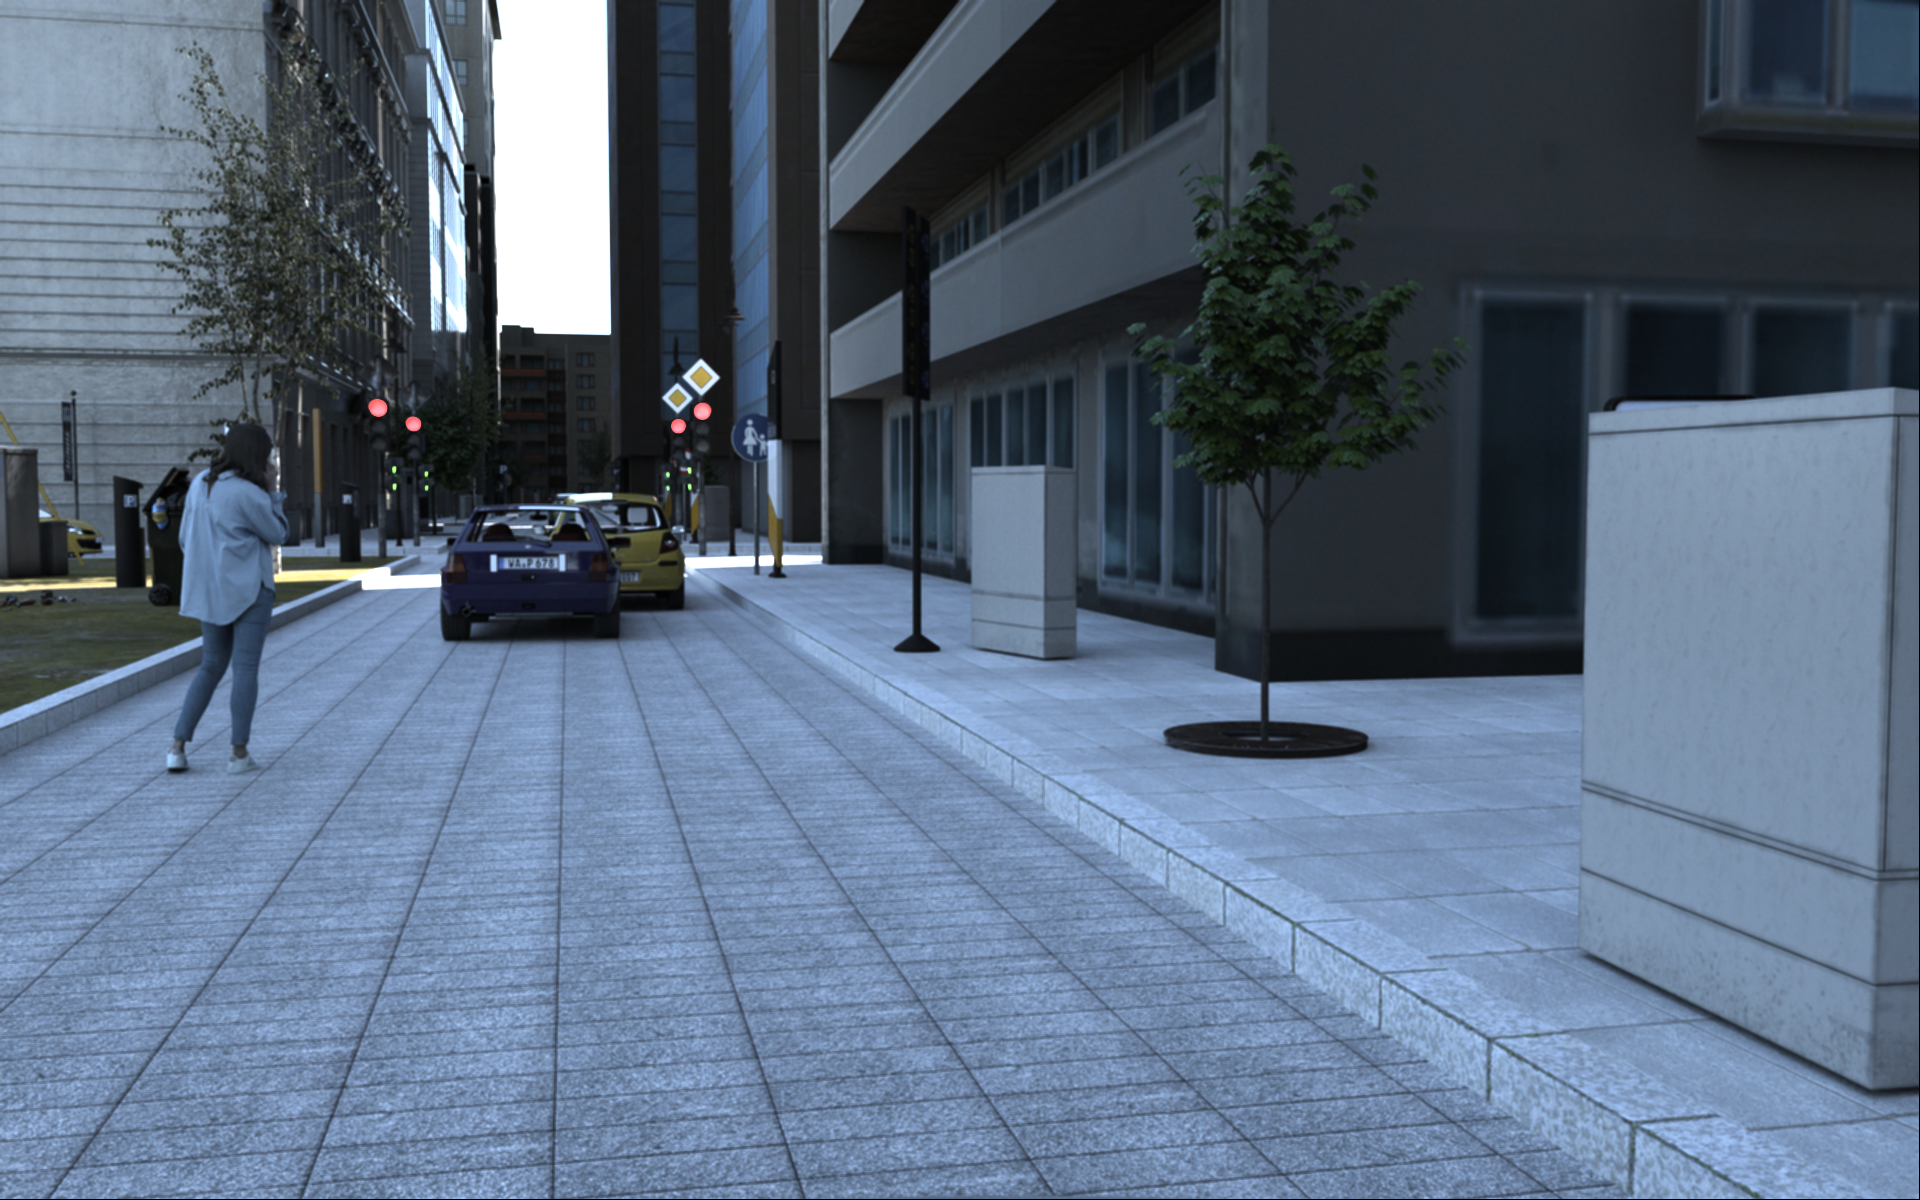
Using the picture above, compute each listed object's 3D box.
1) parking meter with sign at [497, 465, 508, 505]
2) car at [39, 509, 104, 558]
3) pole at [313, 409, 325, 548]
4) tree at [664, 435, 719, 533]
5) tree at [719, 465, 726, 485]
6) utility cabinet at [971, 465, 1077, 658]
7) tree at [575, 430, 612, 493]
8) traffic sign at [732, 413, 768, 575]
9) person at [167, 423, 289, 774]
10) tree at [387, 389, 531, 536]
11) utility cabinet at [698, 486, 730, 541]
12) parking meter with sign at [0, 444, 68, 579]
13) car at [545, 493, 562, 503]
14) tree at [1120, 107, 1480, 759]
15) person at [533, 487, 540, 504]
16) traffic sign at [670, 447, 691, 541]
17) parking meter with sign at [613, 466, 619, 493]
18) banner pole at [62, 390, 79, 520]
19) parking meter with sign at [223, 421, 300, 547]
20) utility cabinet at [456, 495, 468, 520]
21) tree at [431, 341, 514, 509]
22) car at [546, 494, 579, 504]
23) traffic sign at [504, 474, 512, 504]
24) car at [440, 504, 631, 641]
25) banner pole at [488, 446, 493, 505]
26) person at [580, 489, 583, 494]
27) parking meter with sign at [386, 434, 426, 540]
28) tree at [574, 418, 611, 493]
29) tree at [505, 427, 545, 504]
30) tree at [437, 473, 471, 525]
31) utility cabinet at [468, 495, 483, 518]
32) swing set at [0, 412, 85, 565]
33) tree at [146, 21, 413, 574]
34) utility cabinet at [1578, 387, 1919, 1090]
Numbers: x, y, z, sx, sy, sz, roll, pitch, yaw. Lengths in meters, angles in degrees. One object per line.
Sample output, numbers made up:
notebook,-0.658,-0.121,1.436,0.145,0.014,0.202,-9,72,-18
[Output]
parking meter with sign,-27.605,-6.614,104.396,0.543,3.016,1.738,-1,4,-22
car,-20.295,-1.610,36.549,3.980,1.641,2.015,-1,4,-11
pole,-15.325,-2.908,41.382,0.158,3.312,0.155,0,3,0
tree,-8.974,-3.825,57.137,1.663,3.219,1.824,0,3,0
tree,-8.876,-3.975,59.592,1.663,3.219,1.824,0,3,0
utility cabinet,0.507,-0.316,13.838,0.318,1.500,1.173,-2,4,-28
tree,-40.345,-14.837,192.954,4.360,8.622,3.978,0,3,0
traffic sign,-3.223,-1.671,27.425,0.768,2.556,0.104,0,4,-7
person,-3.783,-0.008,8.903,0.793,1.790,0.793,-1,4,-10
tree,-16.425,-4.306,54.115,4.285,4.588,4.351,0,3,0
utility cabinet,-6.657,-2.319,46.600,0.318,1.500,1.173,2,4,30
parking meter with sign,-14.485,-1.849,26.499,0.543,3.016,1.738,1,4,15
car,-34.233,-8.472,147.555,2.155,1.783,4.494,-1,4,-14
tree,1.462,-0.863,8.714,1.663,3.219,1.824,0,3,0
person,-23.748,-5.428,97.258,0.388,1.821,0.555,0,4,-8
traffic sign,-7.499,-2.878,47.162,0.768,2.556,0.104,0,4,-7
parking meter with sign,-21.302,-6.816,107.709,0.543,3.016,1.738,-1,4,-12
banner pole,-21.383,-3.159,41.674,0.401,3.779,0.863,0,4,-3
parking meter with sign,-16.851,-2.791,41.891,0.543,3.016,1.738,2,4,32
utility cabinet,-25.195,-4.662,87.386,0.306,1.237,1.020,-2,4,-26
tree,-23.564,-8.151,83.626,4.737,8.622,4.395,0,3,0
car,-18.018,-4.167,79.925,2.131,1.459,4.920,-1,4,-11
traffic sign,-29.075,-6.782,110.993,0.768,2.556,0.104,-1,4,-11
car,-4.486,-0.356,18.403,1.945,1.354,3.894,-1,4,-11
banner pole,-24.710,-6.188,91.187,0.401,3.779,0.863,-2,4,-30
person,-29.770,-7.813,136.174,0.705,1.831,1.348,-1,4,-21
parking meter with sign,-15.901,-3.254,49.468,0.543,3.016,1.738,1,4,11
tree,-34.742,-13.240,166.831,4.737,8.622,4.395,0,3,0
tree,-48.067,-14.713,190.912,4.360,8.622,3.978,0,3,0
tree,-20.945,-4.697,71.397,1.663,3.219,1.824,0,3,0
utility cabinet,-25.726,-4.916,91.531,1.020,1.237,0.306,1,4,12
swing set,-17.837,-2.073,31.517,2.862,2.851,3.119,-3,4,-37
tree,-10.980,-4.734,27.770,4.360,8.622,3.978,0,3,0
utility cabinet,1.976,0.273,4.223,0.318,1.500,1.173,-1,4,-10
